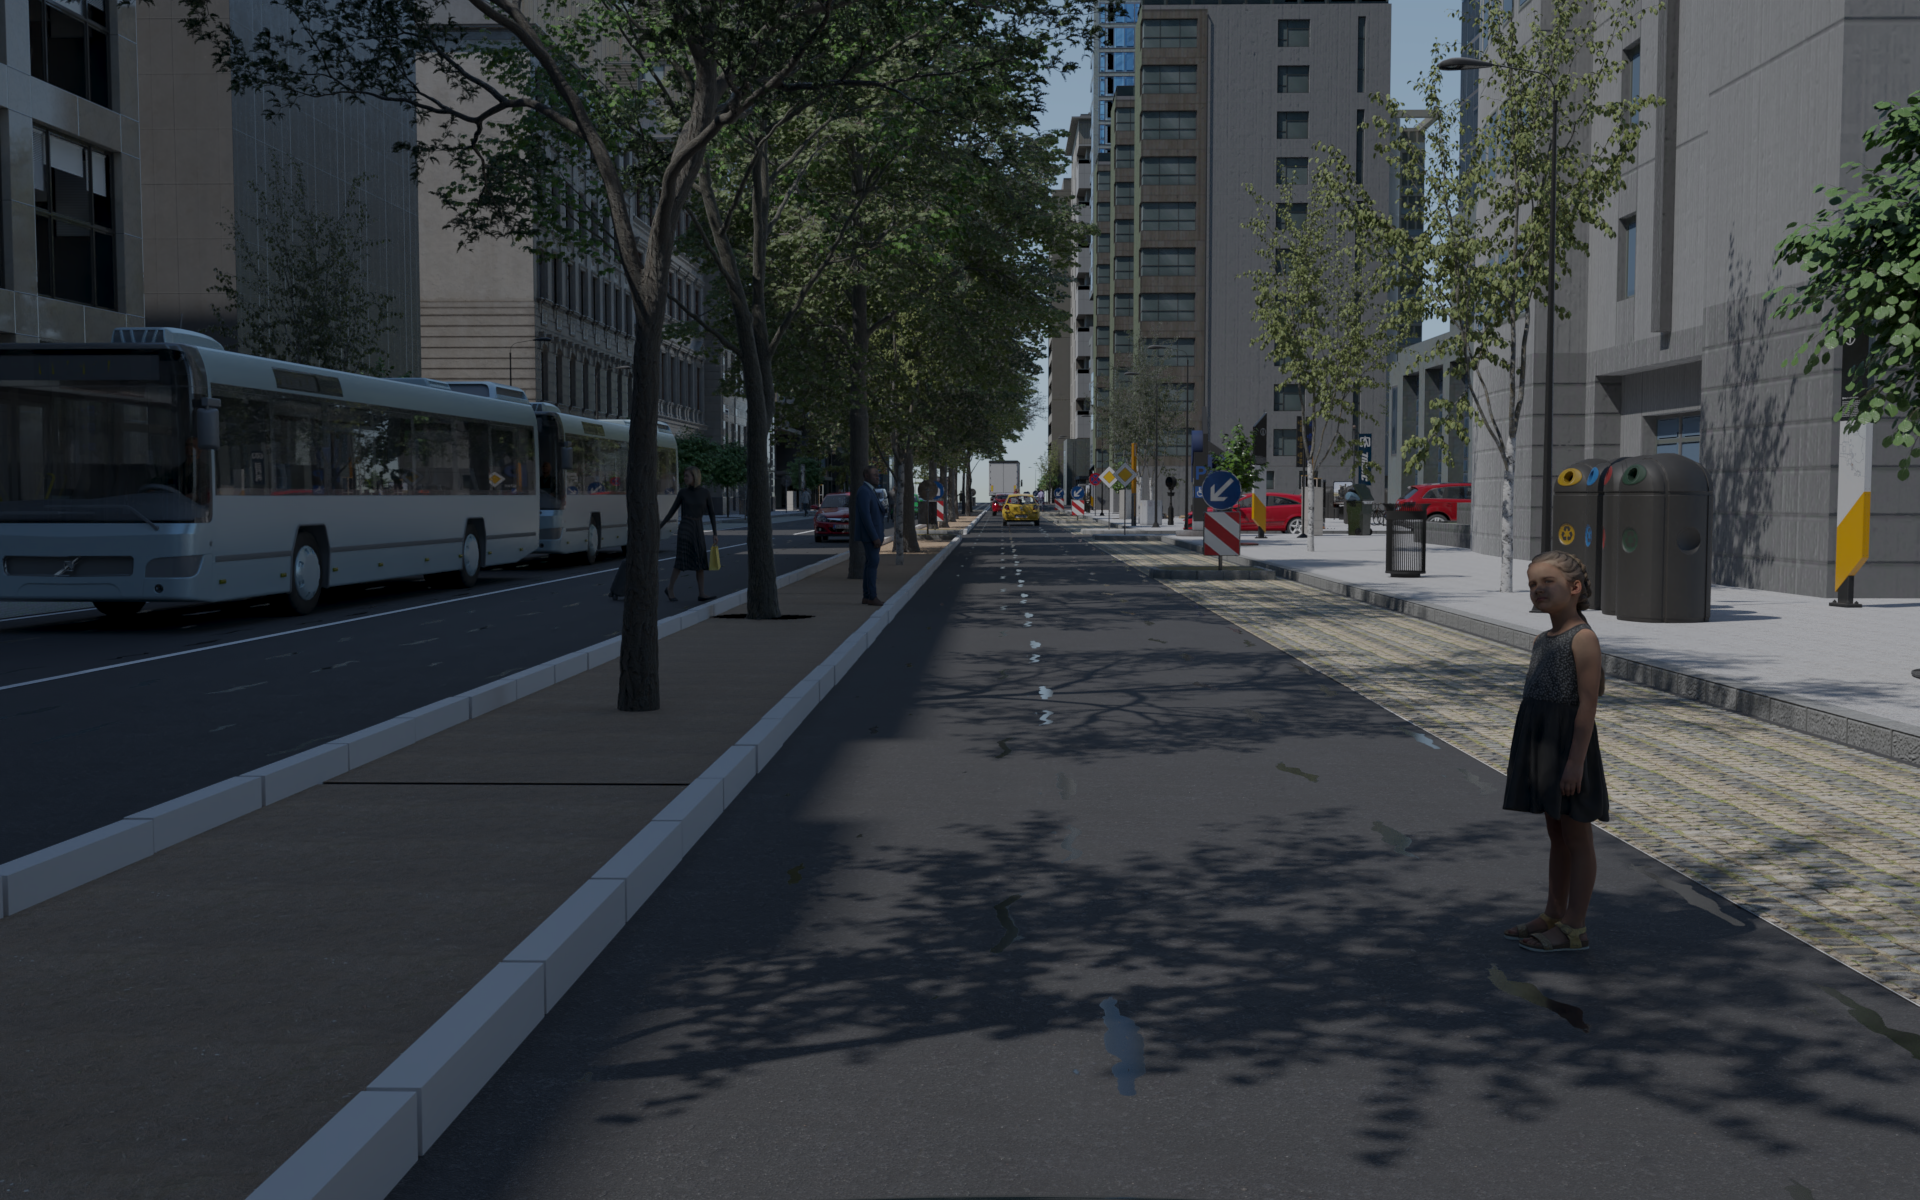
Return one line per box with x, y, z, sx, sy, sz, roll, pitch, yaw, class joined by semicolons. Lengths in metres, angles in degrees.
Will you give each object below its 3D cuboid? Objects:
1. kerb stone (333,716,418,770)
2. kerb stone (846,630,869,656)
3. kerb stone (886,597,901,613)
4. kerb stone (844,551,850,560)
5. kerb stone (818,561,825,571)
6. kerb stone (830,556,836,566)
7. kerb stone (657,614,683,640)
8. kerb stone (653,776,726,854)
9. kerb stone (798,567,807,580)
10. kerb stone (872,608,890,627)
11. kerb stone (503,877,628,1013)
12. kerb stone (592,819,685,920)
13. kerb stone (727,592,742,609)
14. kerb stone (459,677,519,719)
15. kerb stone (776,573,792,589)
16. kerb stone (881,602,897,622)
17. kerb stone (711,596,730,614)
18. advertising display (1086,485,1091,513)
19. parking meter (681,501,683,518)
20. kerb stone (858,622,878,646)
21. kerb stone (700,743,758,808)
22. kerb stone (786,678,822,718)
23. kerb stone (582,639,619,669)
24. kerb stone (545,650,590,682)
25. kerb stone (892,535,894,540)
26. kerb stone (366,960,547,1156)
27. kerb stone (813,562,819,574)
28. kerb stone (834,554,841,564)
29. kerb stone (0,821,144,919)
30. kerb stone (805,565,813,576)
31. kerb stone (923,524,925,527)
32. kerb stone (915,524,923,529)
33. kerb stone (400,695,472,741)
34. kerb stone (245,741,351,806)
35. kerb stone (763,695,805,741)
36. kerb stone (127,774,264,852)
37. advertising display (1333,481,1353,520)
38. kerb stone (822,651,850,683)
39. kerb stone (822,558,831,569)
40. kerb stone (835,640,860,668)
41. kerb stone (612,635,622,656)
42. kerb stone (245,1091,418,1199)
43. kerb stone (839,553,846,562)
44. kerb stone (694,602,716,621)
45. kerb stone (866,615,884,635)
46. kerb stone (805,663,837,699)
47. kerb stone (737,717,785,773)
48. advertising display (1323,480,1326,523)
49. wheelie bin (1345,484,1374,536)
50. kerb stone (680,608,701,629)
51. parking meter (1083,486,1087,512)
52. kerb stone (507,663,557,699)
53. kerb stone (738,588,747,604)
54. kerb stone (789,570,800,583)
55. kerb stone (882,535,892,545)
-3.191;0.782;9.415;0.120;0.150;1.000;0;4;1;kerb stone
-0.937;0.408;15.530;0.120;0.150;1.000;0;4;1;kerb stone
-0.820;0.094;20.662;0.120;0.150;1.000;0;4;1;kerb stone
-2.518;-0.912;37.114;0.120;0.150;1.000;0;4;1;kerb stone
-2.645;-0.587;31.984;0.120;0.150;1.000;0;4;1;kerb stone
-2.596;-0.721;34.036;0.120;0.150;1.000;0;4;1;kerb stone
-2.995;0.280;17.621;0.120;0.150;1.000;0;4;1;kerb stone
-1.141;0.910;7.317;0.120;0.150;1.000;0;4;1;kerb stone
-2.709;-0.410;28.897;0.120;0.150;1.000;0;4;1;kerb stone
-0.870;0.219;18.618;0.120;0.150;1.000;0;4;1;kerb stone
-1.187;1.035;5.268;0.120;0.150;1.000;0;4;1;kerb stone
-1.162;0.973;6.292;0.120;0.150;1.000;0;4;1;kerb stone
-2.899;0.030;21.720;0.120;0.150;1.000;0;4;1;kerb stone
-3.137;0.656;11.467;0.120;0.150;1.000;0;4;1;kerb stone
-2.770;-0.284;26.838;0.120;0.150;1.000;0;4;1;kerb stone
-0.835;0.160;19.640;0.120;0.150;1.000;0;4;1;kerb stone
-2.915;0.092;20.696;0.120;0.150;1.000;0;4;1;kerb stone
8.700;-6.865;117.449;0.123;1.923;0.974;-1;4;-11;advertising display
-13.320;-4.611;83.806;0.372;1.533;0.369;0;3;0;parking meter
-0.905;0.345;16.556;0.120;0.150;1.000;0;4;1;kerb stone
-1.117;0.850;8.349;0.120;0.150;1.000;0;4;1;kerb stone
-1.043;0.659;11.424;0.120;0.150;1.000;0;4;1;kerb stone
-3.056;0.468;14.539;0.120;0.150;1.000;0;4;1;kerb stone
-3.089;0.531;13.518;0.120;0.150;1.000;0;4;1;kerb stone
-2.149;-1.853;52.487;0.120;0.150;1.000;0;4;1;kerb stone
-1.211;1.098;4.246;0.120;0.150;1.000;0;4;1;kerb stone
-2.672;-0.535;30.953;0.120;0.150;1.000;0;4;1;kerb stone
-2.568;-0.784;35.070;0.120;0.150;1.000;0;4;1;kerb stone
-3.256;0.973;6.339;0.120;0.150;1.000;0;4;1;kerb stone
-2.693;-0.469;29.926;0.120;0.150;1.000;0;4;1;kerb stone
-1.665;-3.077;72.509;0.120;0.150;1.000;0;4;1;kerb stone
-1.693;-3.014;71.476;0.120;0.150;1.000;0;4;1;kerb stone
-3.175;0.719;10.445;0.120;0.150;1.000;0;4;1;kerb stone
-3.213;0.845;8.393;0.120;0.150;1.000;0;4;1;kerb stone
-1.065;0.721;10.399;0.120;0.150;1.000;0;4;1;kerb stone
-3.242;0.907;7.364;0.120;0.150;1.000;0;4;1;kerb stone
19.000;-4.936;85.921;0.974;1.923;0.123;1;4;22;advertising display
-0.981;0.534;13.472;0.120;0.150;1.000;0;4;1;kerb stone
-2.620;-0.662;33.014;0.120;0.150;1.000;0;4;1;kerb stone
-0.959;0.471;14.501;0.120;0.150;1.000;0;4;1;kerb stone
-3.043;0.410;15.562;0.120;0.150;1.000;0;4;1;kerb stone
-1.238;1.160;3.224;0.120;0.150;1.000;0;4;1;kerb stone
-2.544;-0.850;36.092;0.120;0.150;1.000;0;4;1;kerb stone
-2.943;0.155;19.671;0.120;0.150;1.000;0;4;1;kerb stone
-0.889;0.289;17.581;0.120;0.150;1.000;0;4;1;kerb stone
-1.014;0.596;12.447;0.120;0.150;1.000;0;4;1;kerb stone
-1.083;0.784;9.377;0.120;0.150;1.000;0;4;1;kerb stone
16.293;-4.419;77.463;0.123;1.923;0.974;1;4;12;advertising display
12.314;-2.789;53.516;0.980;1.594;0.693;-3;5;-42;wheelie bin
-2.965;0.223;18.647;0.120;0.150;1.000;0;4;1;kerb stone
9.106;-7.317;125.343;0.399;1.863;0.255;-2;4;-25;parking meter
-3.114;0.594;12.489;0.120;0.150;1.000;0;4;1;kerb stone
-2.868;-0.033;22.742;0.120;0.150;1.000;0;4;1;kerb stone
-2.740;-0.347;27.875;0.120;0.150;1.000;0;4;1;kerb stone
-2.174;-1.790;51.463;0.120;0.150;1.000;0;4;1;kerb stone
